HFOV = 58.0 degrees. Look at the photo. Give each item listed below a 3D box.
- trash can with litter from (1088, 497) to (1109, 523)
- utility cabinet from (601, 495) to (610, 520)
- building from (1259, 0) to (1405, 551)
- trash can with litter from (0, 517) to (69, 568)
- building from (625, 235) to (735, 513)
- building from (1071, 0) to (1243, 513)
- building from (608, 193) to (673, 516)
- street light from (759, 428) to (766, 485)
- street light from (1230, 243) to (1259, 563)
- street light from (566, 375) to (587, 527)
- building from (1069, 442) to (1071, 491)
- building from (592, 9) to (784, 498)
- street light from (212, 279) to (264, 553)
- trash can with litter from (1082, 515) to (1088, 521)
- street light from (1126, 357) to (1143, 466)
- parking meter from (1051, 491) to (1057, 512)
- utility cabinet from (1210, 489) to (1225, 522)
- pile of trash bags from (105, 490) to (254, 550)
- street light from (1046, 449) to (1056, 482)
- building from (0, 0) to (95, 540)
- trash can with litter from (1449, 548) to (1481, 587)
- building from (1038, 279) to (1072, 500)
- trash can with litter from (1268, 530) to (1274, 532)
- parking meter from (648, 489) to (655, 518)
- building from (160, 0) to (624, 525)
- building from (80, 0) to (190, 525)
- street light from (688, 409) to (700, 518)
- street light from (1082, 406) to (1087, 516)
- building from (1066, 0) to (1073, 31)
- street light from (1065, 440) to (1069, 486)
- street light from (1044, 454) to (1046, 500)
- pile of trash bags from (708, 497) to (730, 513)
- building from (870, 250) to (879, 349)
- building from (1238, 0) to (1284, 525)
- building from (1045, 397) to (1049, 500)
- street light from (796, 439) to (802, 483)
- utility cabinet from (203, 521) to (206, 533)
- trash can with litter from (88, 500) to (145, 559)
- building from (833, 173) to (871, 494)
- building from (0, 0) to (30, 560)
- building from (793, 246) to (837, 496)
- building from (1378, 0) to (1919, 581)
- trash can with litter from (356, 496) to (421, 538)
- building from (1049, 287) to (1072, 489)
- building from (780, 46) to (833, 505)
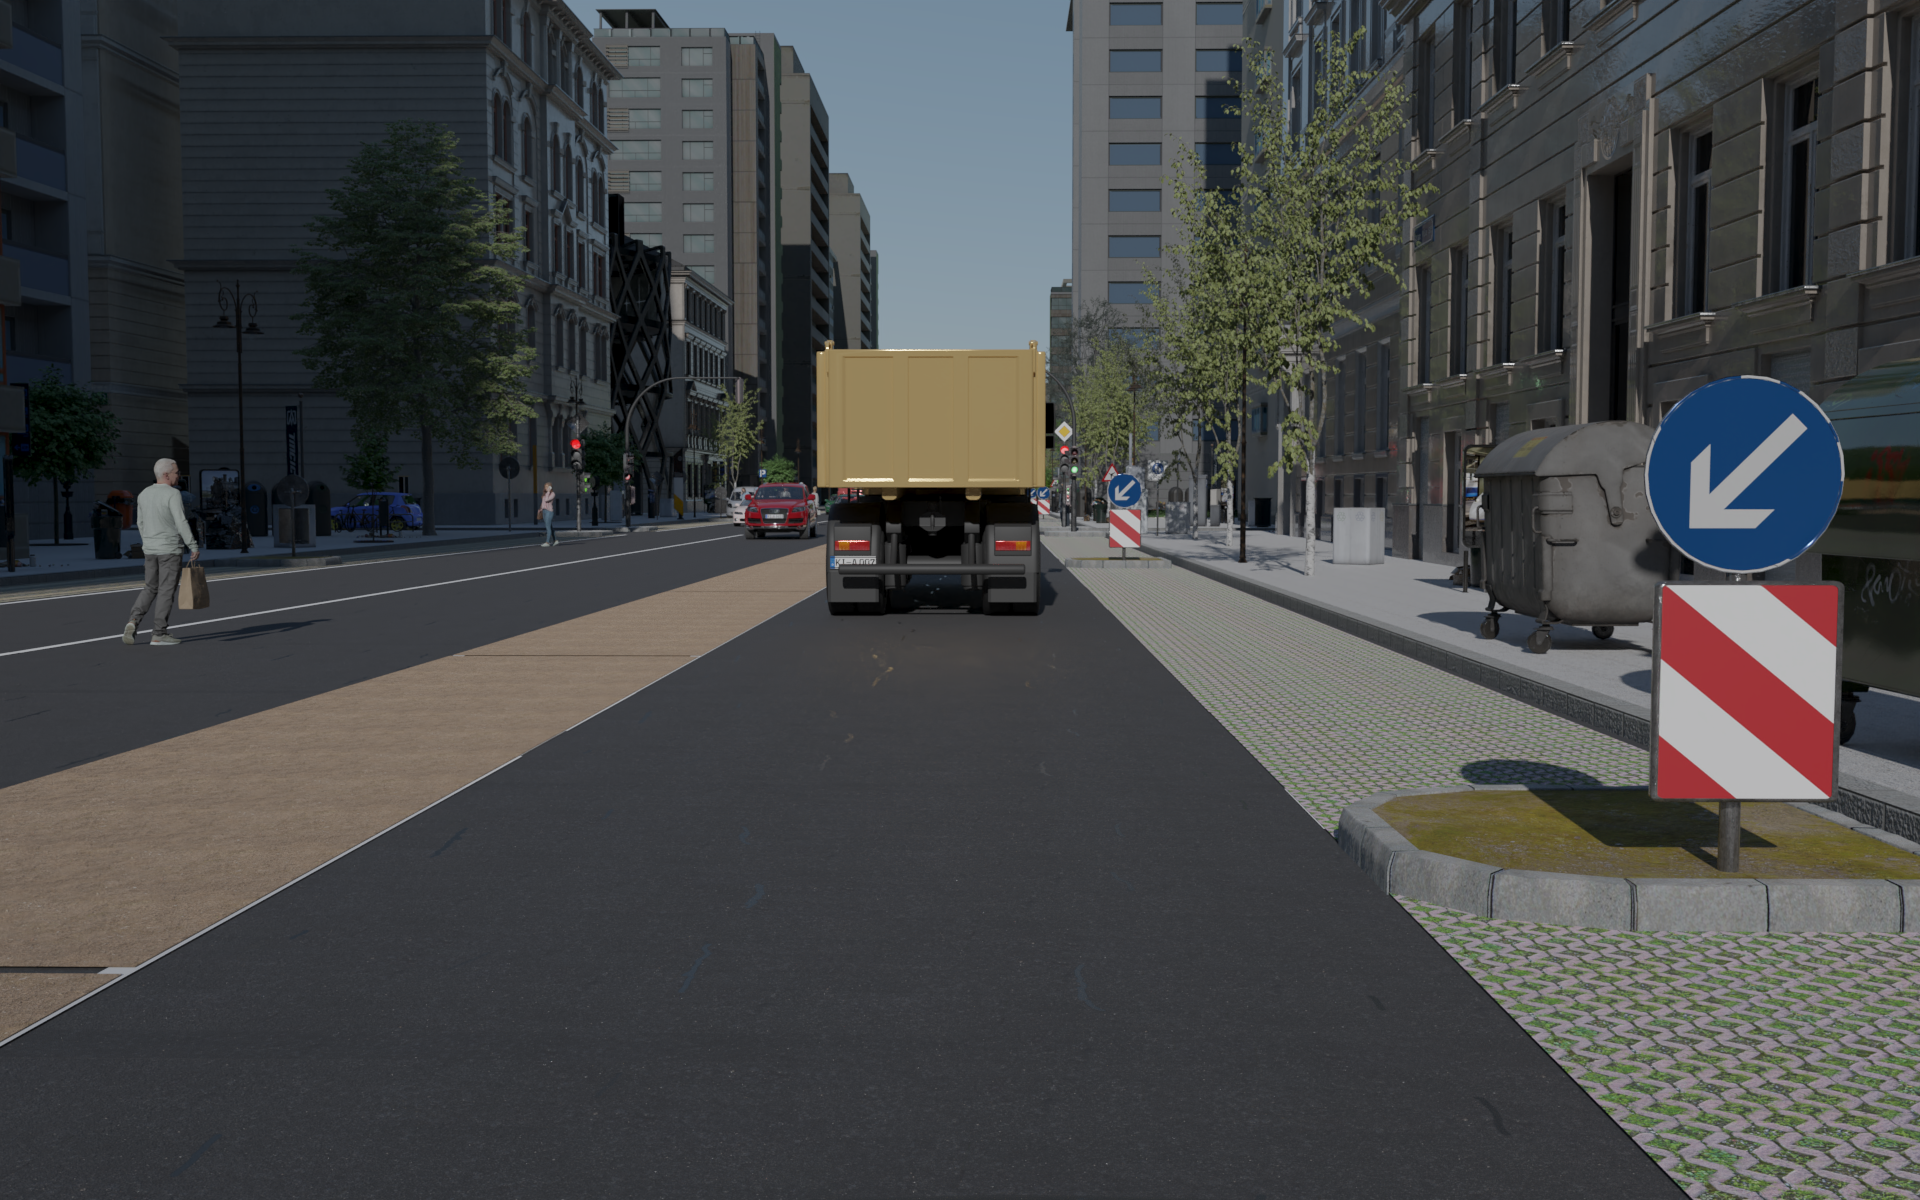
[{"bbox_3d":[6.311,-3.955,76.059,0.624,1.170,1.055,3,5,43],"label":"trash can with litter"},{"bbox_3d":[-17.452,-4.546,85.488,0.306,1.237,1.020,0,4,0],"label":"utility cabinet"},{"bbox_3d":[16.134,-15.836,44.821,13.634,28.700,20.117,0,4,1],"label":"building"},{"bbox_3d":[-17.135,-1.212,30.876,2.233,1.210,1.678,3,4,37],"label":"trash can with litter"},{"bbox_3d":[-23.038,-15.997,126.172,10.561,19.102,19.286,0,4,1],"label":"building"},{"bbox_3d":[18.738,-35.768,126.813,21.231,58.520,28.212,0,4,1],"label":"building"},{"bbox_3d":[-25.742,-14.353,102.128,16.820,18.784,16.811,0,4,1],"label":"building"},{"bbox_3d":[-13.848,-9.065,120.993,0.468,5.910,1.993,0,4,1],"label":"street light"},{"bbox_3d":[5.278,-3.632,32.166,0.468,5.910,1.993,0,4,1],"label":"street light"},{"bbox_3d":[-14.937,-5.798,67.585,0.468,5.910,1.993,0,4,1],"label":"street light"},{"bbox_3d":[24.467,-54.126,197.629,22.319,86.520,31.000,0,4,1],"label":"building"},{"bbox_3d":[-23.118,-28.482,149.276,14.154,41.232,14.086,0,4,1],"label":"building"},{"bbox_3d":[-15.538,-3.954,37.432,0.468,5.910,1.993,0,4,1],"label":"street light"},{"bbox_3d":[6.248,-4.287,81.487,1.055,1.170,0.624,1,4,12],"label":"trash can with litter"},{"bbox_3d":[5.894,-5.248,58.598,0.468,5.910,1.993,0,4,1],"label":"street light"},{"bbox_3d":[6.687,-7.020,123.194,0.372,1.533,0.369,0,3,0],"label":"parking meter"},{"bbox_3d":[11.529,-4.210,77.513,0.318,1.500,1.173,2,4,28],"label":"utility cabinet"},{"bbox_3d":[-18.398,-1.897,40.771,3.447,1.369,1.912,0,4,3],"label":"pile of trash bags"},{"bbox_3d":[7.543,-10.314,141.423,0.468,5.910,1.993,0,4,1],"label":"street light"},{"bbox_3d":[-39.895,-30.810,45.741,28.212,58.520,21.231,0,4,1],"label":"building"},{"bbox_3d":[7.132,-0.770,23.978,0.624,1.170,1.055,-1,4,-16],"label":"trash can with litter"},{"bbox_3d":[29.081,-36.522,289.007,32.217,40.220,23.993,0,4,1],"label":"building"},{"bbox_3d":[11.122,-2.892,58.336,1.678,1.210,2.233,-1,4,-14],"label":"trash can with litter"},{"bbox_3d":[-16.268,-5.069,91.288,0.372,1.533,0.369,0,3,0],"label":"parking meter"},{"bbox_3d":[-25.047,-17.983,81.413,14.401,28.519,23.554,0,4,1],"label":"building"},{"bbox_3d":[-44.173,-17.771,76.464,20.117,28.700,13.634,0,4,1],"label":"building"},{"bbox_3d":[-14.510,-7.448,94.562,0.468,5.910,1.993,0,4,1],"label":"street light"},{"bbox_3d":[6.428,-7.081,88.556,0.468,5.910,1.993,0,4,1],"label":"street light"},{"bbox_3d":[25.157,-35.450,168.841,28.713,52.752,27.495,0,4,1],"label":"building"},{"bbox_3d":[6.972,-8.697,114.990,0.468,5.910,1.993,0,4,1],"label":"street light"},{"bbox_3d":[8.026,-11.725,164.488,0.468,5.910,1.993,0,4,1],"label":"street light"},{"bbox_3d":[-15.607,-6.526,116.451,1.912,1.369,3.447,1,4,13],"label":"pile of trash bags"},{"bbox_3d":[-20.693,-36.624,282.388,14.154,41.232,14.086,0,4,1],"label":"building"},{"bbox_3d":[23.775,-27.743,77.305,21.600,48.544,21.300,0,4,1],"label":"building"},{"bbox_3d":[26.968,-25.539,262.594,27.650,21.520,28.899,0,4,1],"label":"building"},{"bbox_3d":[-13.436,-10.480,144.127,0.468,5.910,1.993,0,4,1],"label":"street light"},{"bbox_3d":[-23.631,-2.827,54.899,0.318,1.500,1.173,0,4,-3],"label":"utility cabinet"},{"bbox_3d":[-16.636,-1.401,34.287,1.055,1.170,0.624,-3,5,-39],"label":"trash can with litter"},{"bbox_3d":[-24.998,-39.164,264.026,21.300,48.544,21.600,0,4,1],"label":"building"},{"bbox_3d":[-32.694,-10.689,19.798,27.650,21.520,28.899,0,4,1],"label":"building"},{"bbox_3d":[-30.459,-33.620,241.565,32.217,40.220,23.993,0,4,1],"label":"building"},{"bbox_3d":[14.210,-13.762,22.275,12.463,27.353,25.104,0,4,1],"label":"building"},{"bbox_3d":[-17.110,-2.460,51.275,1.678,1.210,2.233,-3,5,-41],"label":"trash can with litter"},{"bbox_3d":[19.408,-28.703,241.002,14.160,30.474,14.107,0,4,1],"label":"building"},{"bbox_3d":[-26.083,-34.765,192.107,21.300,48.544,21.600,0,4,1],"label":"building"}]
